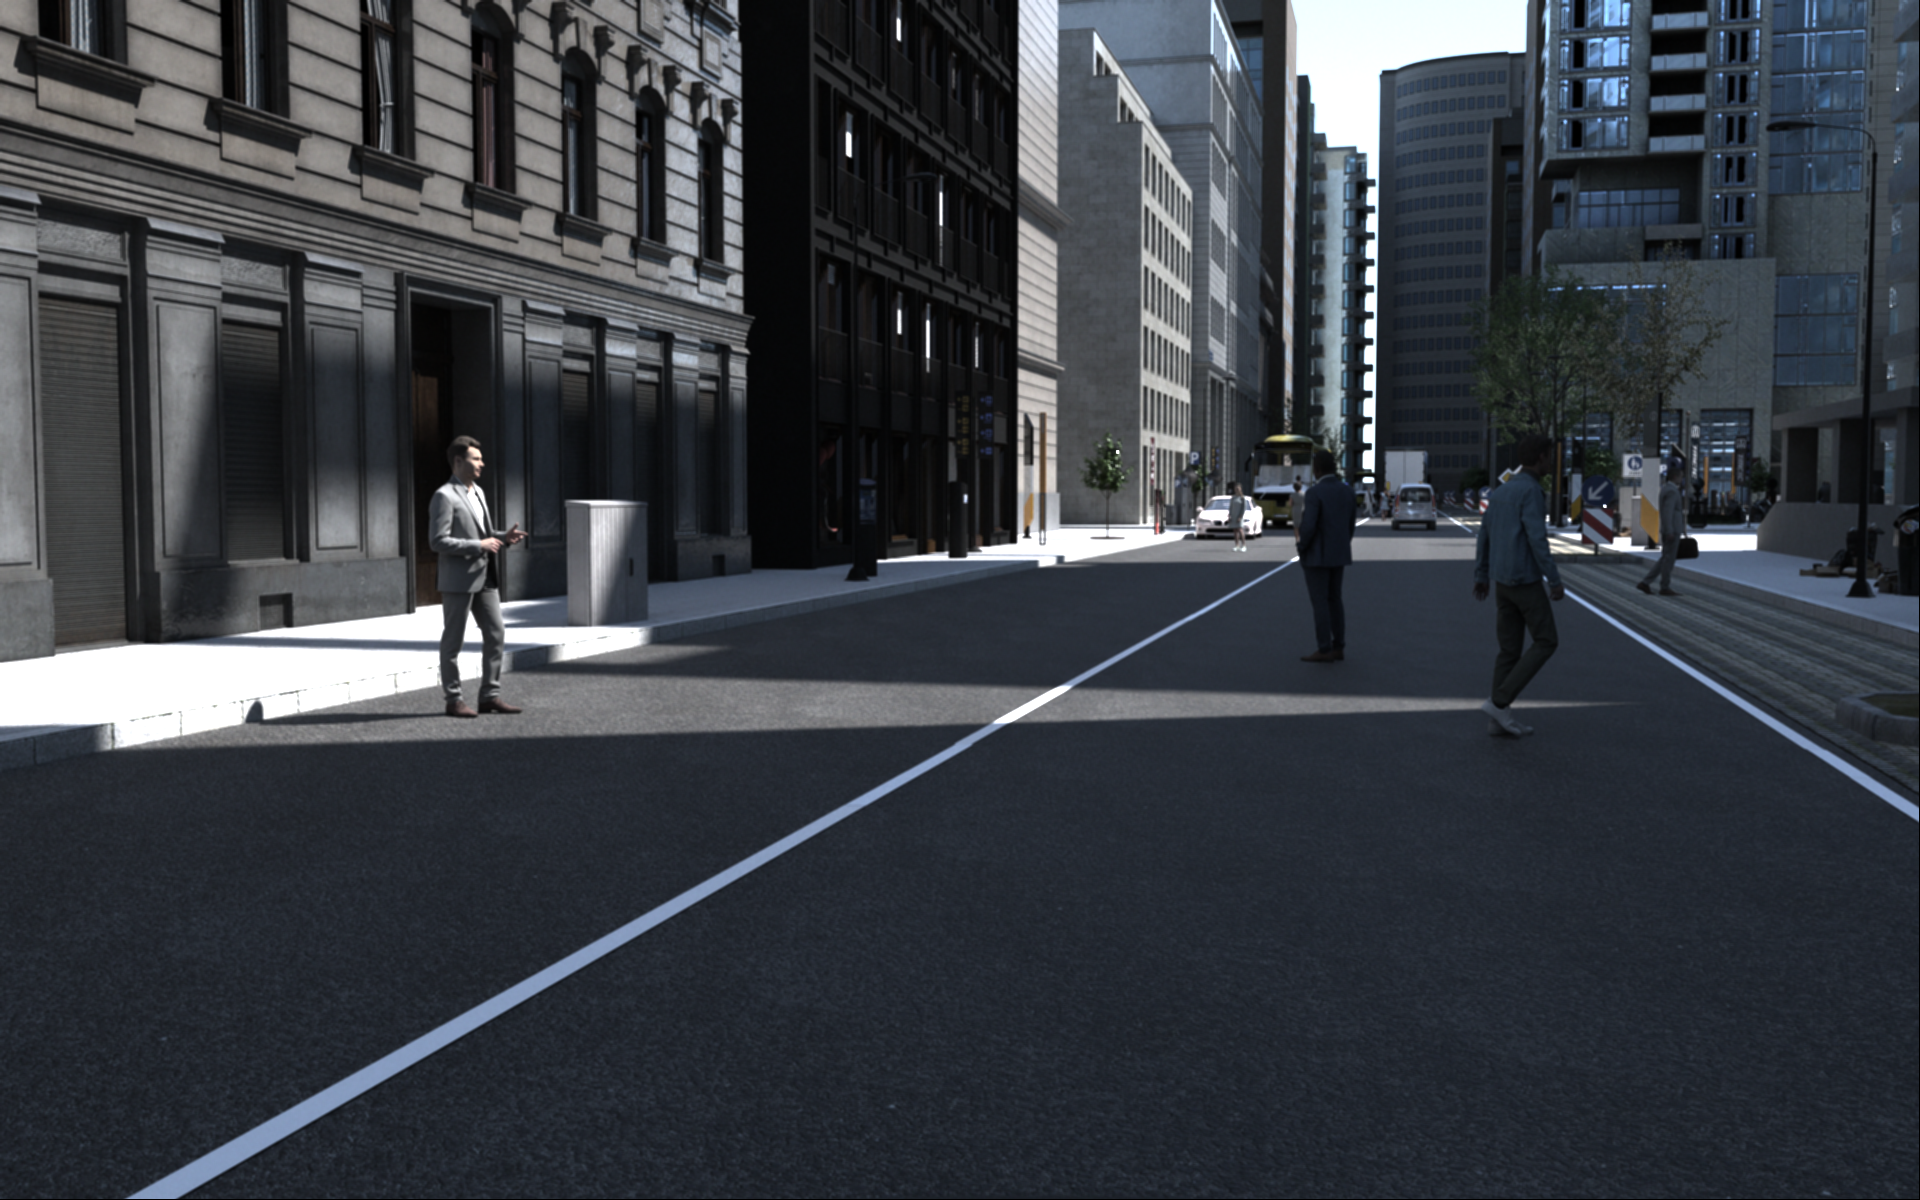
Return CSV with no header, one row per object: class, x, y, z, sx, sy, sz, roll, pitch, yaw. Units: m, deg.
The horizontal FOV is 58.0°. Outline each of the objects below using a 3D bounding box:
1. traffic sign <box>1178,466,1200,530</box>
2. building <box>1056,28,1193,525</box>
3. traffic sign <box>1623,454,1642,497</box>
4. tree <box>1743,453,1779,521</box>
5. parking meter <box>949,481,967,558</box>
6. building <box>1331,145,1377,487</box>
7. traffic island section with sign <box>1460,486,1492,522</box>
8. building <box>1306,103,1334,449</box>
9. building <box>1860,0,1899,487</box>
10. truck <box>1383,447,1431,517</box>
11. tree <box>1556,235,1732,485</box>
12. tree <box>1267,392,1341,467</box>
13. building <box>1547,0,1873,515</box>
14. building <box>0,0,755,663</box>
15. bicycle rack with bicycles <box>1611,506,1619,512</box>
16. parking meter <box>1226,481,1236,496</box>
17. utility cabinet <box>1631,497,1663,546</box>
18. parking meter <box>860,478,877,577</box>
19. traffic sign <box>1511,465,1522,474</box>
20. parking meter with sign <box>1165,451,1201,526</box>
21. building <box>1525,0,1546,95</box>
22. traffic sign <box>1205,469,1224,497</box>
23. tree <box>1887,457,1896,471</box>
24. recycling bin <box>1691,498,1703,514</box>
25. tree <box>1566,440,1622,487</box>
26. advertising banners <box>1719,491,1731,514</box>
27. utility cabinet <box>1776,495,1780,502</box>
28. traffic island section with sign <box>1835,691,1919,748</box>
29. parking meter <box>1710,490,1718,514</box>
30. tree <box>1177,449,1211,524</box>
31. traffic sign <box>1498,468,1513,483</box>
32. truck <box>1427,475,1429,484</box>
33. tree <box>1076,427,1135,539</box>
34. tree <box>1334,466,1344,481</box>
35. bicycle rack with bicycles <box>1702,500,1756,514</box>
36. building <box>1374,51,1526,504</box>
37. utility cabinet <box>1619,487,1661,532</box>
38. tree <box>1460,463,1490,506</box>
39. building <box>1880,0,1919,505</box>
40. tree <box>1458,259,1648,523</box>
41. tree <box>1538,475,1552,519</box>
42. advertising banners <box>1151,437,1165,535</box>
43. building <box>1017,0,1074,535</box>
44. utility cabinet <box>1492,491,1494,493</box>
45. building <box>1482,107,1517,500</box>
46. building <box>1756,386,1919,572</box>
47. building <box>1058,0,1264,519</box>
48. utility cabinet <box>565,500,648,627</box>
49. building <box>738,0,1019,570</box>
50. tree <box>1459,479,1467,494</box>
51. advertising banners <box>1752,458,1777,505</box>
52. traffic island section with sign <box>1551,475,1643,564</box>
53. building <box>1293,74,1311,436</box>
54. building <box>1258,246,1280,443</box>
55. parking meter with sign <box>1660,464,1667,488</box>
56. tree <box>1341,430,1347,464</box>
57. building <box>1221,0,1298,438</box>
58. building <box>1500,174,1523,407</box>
traffic sign,8.085,-3.524,61.267,0.795,2.450,0.064,1,4,15
building,4.518,-13.797,80.333,10.420,20.320,16.860,1,4,15
traffic sign,16.998,-2.539,43.648,0.606,2.300,0.079,1,4,19
tree,37.381,-5.303,81.309,1.663,3.219,1.824,0,3,0
parking meter,-0.042,-1.607,34.690,0.372,1.533,0.369,0,3,0
building,41.409,-37.843,238.340,30.456,49.044,23.786,1,4,15
traffic island section with sign,27.181,-4.979,90.032,1.989,1.847,2.006,1,4,15
building,27.524,-35.804,205.001,30.456,49.044,23.786,1,4,15
building,90.294,-46.020,190.675,20.611,71.187,20.563,1,4,15
truck,28.183,-7.361,109.266,2.839,4.237,11.283,1,4,16
tree,19.474,-6.042,49.148,4.360,8.622,3.978,0,3,0
tree,24.136,-10.620,123.992,4.737,8.622,4.395,0,3,0
building,49.357,-49.293,118.606,22.319,86.520,31.000,1,4,15
building,-10.160,-10.449,19.997,9.793,20.994,18.267,1,4,15
bicycle rack with bicycles,36.842,-4.912,93.686,2.852,0.926,2.925,0,4,-4
parking meter,12.224,-4.423,78.030,0.399,1.863,0.255,3,5,42
utility cabinet,17.129,-1.932,42.755,1.020,1.237,0.306,2,4,25
parking meter,-1.480,-1.137,27.005,0.372,1.533,0.369,0,3,0
traffic sign,18.913,-3.351,58.432,0.795,2.450,0.064,1,4,15
parking meter with sign,9.039,-4.537,70.433,1.738,3.016,0.543,-3,5,-44
building,53.760,-30.091,142.101,14.600,45.320,14.200,1,4,15
traffic sign,10.101,-3.997,68.995,0.795,2.450,0.064,1,4,15
tree,26.573,-3.231,47.421,1.663,3.219,1.824,0,3,0
recycling bin,44.944,-5.682,105.459,0.722,1.027,0.722,0,4,2
tree,38.609,-7.419,105.022,4.285,4.588,4.351,0,3,0
advertising banners,41.195,-5.908,92.791,2.074,3.025,0.090,-3,5,-43
utility cabinet,44.643,-5.117,94.819,0.306,1.237,1.020,-3,5,-39
traffic island section with sign,6.346,-0.093,10.149,1.989,1.847,2.006,1,4,15
parking meter,45.398,-5.863,104.265,0.372,1.533,0.369,0,3,0
tree,10.093,-4.918,75.011,1.663,3.219,1.824,0,3,0
traffic sign,20.929,-3.824,66.159,0.795,2.450,0.064,1,4,15
truck,34.191,-8.379,132.927,3.469,3.379,9.791,1,4,16
tree,4.326,-3.359,49.521,1.663,3.219,1.824,0,3,0
tree,35.892,-11.372,169.653,4.285,4.588,4.351,0,3,0
bicycle rack with bicycles,42.757,-5.111,96.943,2.925,0.926,2.852,0,4,1
building,69.579,-42.020,229.033,28.212,58.520,21.231,1,4,15
utility cabinet,21.296,-2.790,54.292,1.173,1.500,0.318,0,4,1
tree,54.919,-12.262,184.199,4.285,4.588,4.351,0,3,0
building,55.418,-27.627,71.314,30.456,49.044,23.786,1,4,15
tree,26.656,-9.310,77.971,9.928,11.665,9.643,0,3,0
tree,30.129,-5.809,89.578,1.663,3.219,1.824,0,3,0
advertising banners,6.163,-3.541,54.080,0.090,3.025,2.074,1,4,19
building,-8.839,-16.466,56.608,23.554,28.519,14.401,1,4,15
utility cabinet,36.222,-6.640,117.235,0.318,1.500,1.173,0,4,0
building,68.098,-33.639,200.102,14.600,45.320,14.200,1,4,15
building,32.172,-20.551,27.887,32.217,40.220,23.993,1,4,15
building,11.033,-19.875,102.446,11.434,29.767,29.804,1,4,15
utility cabinet,-3.487,-0.369,17.191,0.306,1.237,1.020,1,4,22
building,-6.462,-12.732,37.843,12.332,23.373,15.834,1,4,15
tree,58.090,-12.572,200.145,1.663,3.219,1.824,0,3,0
advertising banners,38.697,-5.282,82.552,2.074,3.025,0.090,3,4,36
traffic island section with sign,13.153,-1.690,36.261,1.989,1.847,2.006,1,4,15
building,25.837,-29.488,165.720,14.154,41.232,14.086,1,4,15
building,16.207,-17.598,129.524,13.314,21.916,24.055,1,4,15
parking meter with sign,41.447,-6.452,101.746,0.543,3.016,1.738,2,4,31
tree,38.704,-14.165,181.966,4.737,8.622,4.395,0,3,0
building,21.856,-30.670,151.568,14.600,45.320,14.200,1,4,15
building,56.346,-23.566,157.008,14.160,30.474,14.107,1,4,15
